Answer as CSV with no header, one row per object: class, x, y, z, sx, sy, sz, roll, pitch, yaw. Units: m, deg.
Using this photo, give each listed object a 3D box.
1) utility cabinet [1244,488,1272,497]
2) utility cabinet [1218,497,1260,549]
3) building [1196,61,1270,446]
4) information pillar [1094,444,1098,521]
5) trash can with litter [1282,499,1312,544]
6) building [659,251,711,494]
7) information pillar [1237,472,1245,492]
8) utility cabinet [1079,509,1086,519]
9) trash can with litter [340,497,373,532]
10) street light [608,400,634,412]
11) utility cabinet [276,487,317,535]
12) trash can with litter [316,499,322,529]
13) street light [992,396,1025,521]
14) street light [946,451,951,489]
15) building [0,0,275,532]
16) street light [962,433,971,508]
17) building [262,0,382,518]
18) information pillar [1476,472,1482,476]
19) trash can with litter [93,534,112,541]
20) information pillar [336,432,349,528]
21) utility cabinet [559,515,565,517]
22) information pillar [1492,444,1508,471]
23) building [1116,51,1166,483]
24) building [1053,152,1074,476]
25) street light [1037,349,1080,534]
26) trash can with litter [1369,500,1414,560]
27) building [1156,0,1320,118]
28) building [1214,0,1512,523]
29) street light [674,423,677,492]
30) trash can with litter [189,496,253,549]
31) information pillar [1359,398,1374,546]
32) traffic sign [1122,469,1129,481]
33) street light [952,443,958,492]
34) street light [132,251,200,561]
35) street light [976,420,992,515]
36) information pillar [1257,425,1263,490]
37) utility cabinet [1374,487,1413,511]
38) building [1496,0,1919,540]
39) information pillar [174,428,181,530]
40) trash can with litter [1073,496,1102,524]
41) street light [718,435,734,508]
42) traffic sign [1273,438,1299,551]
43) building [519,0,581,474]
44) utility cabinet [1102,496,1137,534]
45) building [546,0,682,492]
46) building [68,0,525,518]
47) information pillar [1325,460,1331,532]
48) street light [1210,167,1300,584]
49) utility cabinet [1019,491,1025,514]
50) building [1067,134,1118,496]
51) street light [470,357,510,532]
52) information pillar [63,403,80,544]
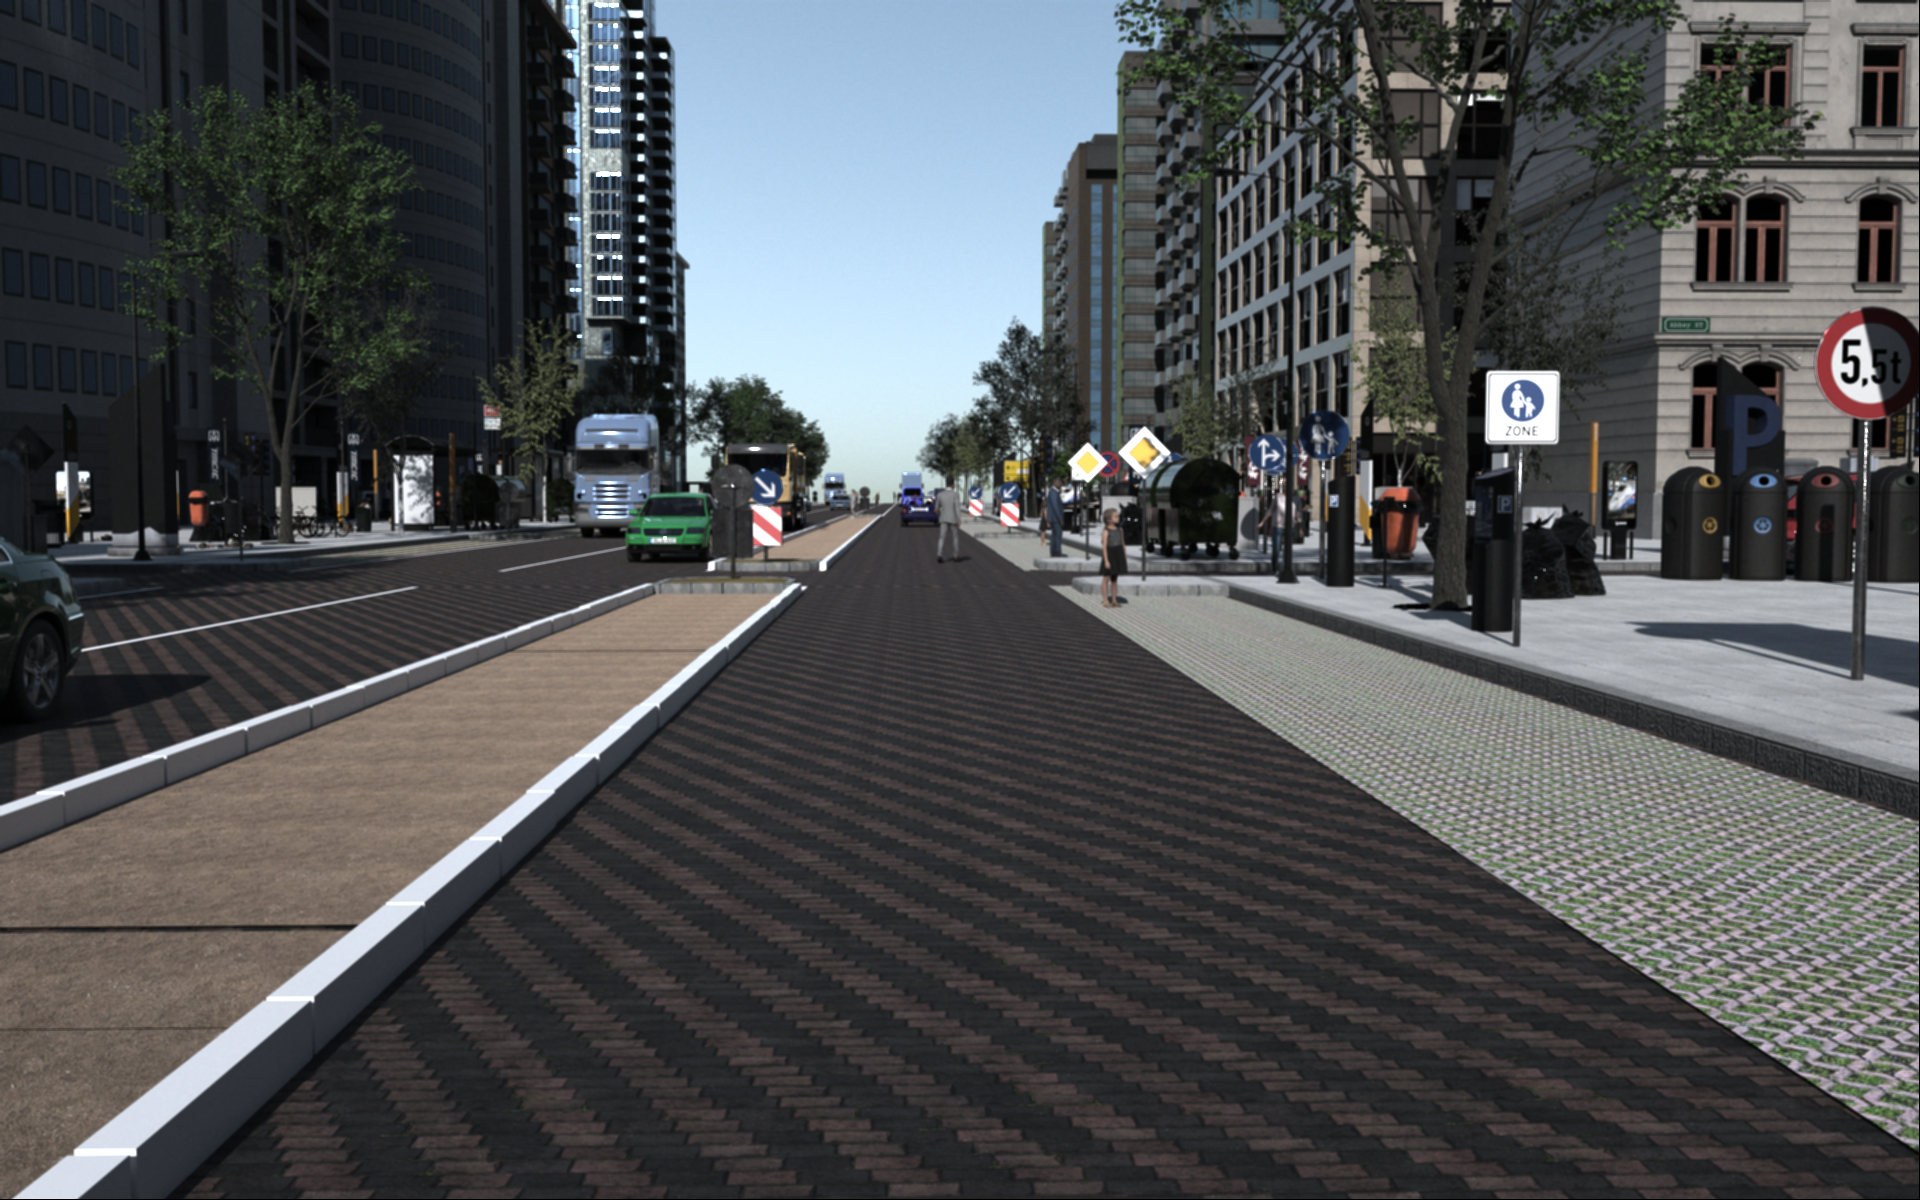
utility cabinet,10.795,-3.320,62.959,0.318,1.500,1.173,-3,5,-43
utility cabinet,6.477,-1.793,40.481,1.020,1.237,0.306,3,4,36
building,23.316,-21.271,119.484,14.160,30.474,14.107,0,4,-2
information pillar,6.335,-5.511,81.465,0.183,3.616,0.504,-1,4,-14
trash can with litter,8.533,-2.015,44.329,0.624,1.170,1.055,2,4,35
building,-52.573,-34.073,248.973,32.217,40.220,23.993,0,4,-2
information pillar,9.134,-3.201,56.823,0.304,2.012,0.304,2,4,32
utility cabinet,6.513,-4.806,89.739,0.306,1.237,1.020,-1,4,-19
trash can with litter,-20.303,-2.865,58.237,1.055,1.170,0.624,0,4,-5
street light,-16.797,-6.921,85.697,1.470,5.913,1.316,0,4,-2
utility cabinet,-20.638,-2.763,53.858,1.173,1.500,0.318,-1,4,-22
trash can with litter,-24.043,-3.179,63.035,1.678,1.210,2.233,2,4,33
street light,2.386,-6.705,82.163,1.470,5.913,1.316,0,4,-2
street light,-0.798,-12.984,184.827,1.470,5.913,1.316,0,4,-2
building,-40.436,-31.725,60.709,21.231,58.520,28.212,0,4,-2
street light,0.929,-9.785,132.527,1.470,5.913,1.316,0,4,-2
building,-43.283,-40.021,92.601,20.563,71.187,20.611,0,4,-2
information pillar,17.416,-3.264,57.866,0.304,2.012,0.304,0,4,-6
trash can with litter,-23.484,-2.285,48.425,2.233,1.210,1.678,3,4,38
information pillar,-23.222,-4.510,65.097,0.183,3.616,0.504,2,4,25
utility cabinet,-22.014,-5.199,93.683,1.173,1.500,0.318,-2,4,-26
information pillar,10.919,-2.670,35.011,0.183,3.616,0.504,-1,4,-13
building,21.637,-29.382,163.986,14.154,41.232,14.086,0,4,-2
building,24.585,-37.863,238.661,23.786,49.044,30.456,0,4,-2
street light,3.183,-5.091,55.777,1.470,5.913,1.316,0,4,-2
trash can with litter,8.502,-1.379,33.926,0.624,1.170,1.055,-2,4,-25
building,28.171,-31.919,141.481,23.786,49.044,30.456,0,4,-2
building,26.199,-17.604,92.345,19.350,26.468,34.151,0,4,-2
street light,-17.465,-8.374,109.463,1.470,5.913,1.316,0,4,-2
trash can with litter,-17.714,-1.852,41.343,1.678,1.210,2.233,1,4,13
information pillar,10.002,-3.135,42.606,0.183,3.616,0.504,-1,4,-16
traffic sign,7.073,-4.341,70.972,0.884,2.594,0.081,0,4,6
street light,0.143,-11.363,158.330,1.470,5.913,1.316,0,4,-2
street light,-15.209,-3.709,33.189,1.470,5.913,1.316,0,4,-2
street light,1.585,-8.283,107.966,1.470,5.913,1.316,0,4,-2
information pillar,10.201,-4.134,58.951,0.183,3.616,0.504,0,4,-5
utility cabinet,12.864,-2.616,51.446,0.318,1.500,1.173,-3,4,-38
building,30.377,-16.327,54.330,23.554,28.519,14.401,0,4,-2
information pillar,-27.688,-4.272,61.199,0.183,3.616,0.504,-2,4,-26
trash can with litter,5.907,-3.932,75.349,2.233,1.210,1.678,-3,5,-40
street light,-18.334,-9.959,135.374,1.470,5.913,1.316,0,4,-2
traffic sign,7.266,-2.391,39.200,0.768,2.556,0.104,0,4,1
building,-45.445,-30.268,149.511,22.147,44.769,28.867,0,4,-2
utility cabinet,4.614,-2.384,50.133,1.020,1.237,0.306,2,4,34
building,-46.967,-55.487,219.882,22.319,86.520,31.000,0,4,-2
building,-44.215,-35.375,120.381,21.231,58.520,28.212,0,4,-2
information pillar,12.292,-4.073,57.942,0.183,3.616,0.504,2,4,28
street light,4.194,-3.197,24.810,1.470,5.913,1.316,0,4,-2
utility cabinet,3.732,-6.100,108.408,0.318,1.500,1.173,-1,4,-20
building,20.928,-34.616,216.076,14.600,45.320,14.200,0,4,-2
street light,-15.987,-5.288,58.992,1.470,5.913,1.316,0,4,-2
information pillar,-22.941,-3.263,44.703,0.183,3.616,0.504,0,4,4
